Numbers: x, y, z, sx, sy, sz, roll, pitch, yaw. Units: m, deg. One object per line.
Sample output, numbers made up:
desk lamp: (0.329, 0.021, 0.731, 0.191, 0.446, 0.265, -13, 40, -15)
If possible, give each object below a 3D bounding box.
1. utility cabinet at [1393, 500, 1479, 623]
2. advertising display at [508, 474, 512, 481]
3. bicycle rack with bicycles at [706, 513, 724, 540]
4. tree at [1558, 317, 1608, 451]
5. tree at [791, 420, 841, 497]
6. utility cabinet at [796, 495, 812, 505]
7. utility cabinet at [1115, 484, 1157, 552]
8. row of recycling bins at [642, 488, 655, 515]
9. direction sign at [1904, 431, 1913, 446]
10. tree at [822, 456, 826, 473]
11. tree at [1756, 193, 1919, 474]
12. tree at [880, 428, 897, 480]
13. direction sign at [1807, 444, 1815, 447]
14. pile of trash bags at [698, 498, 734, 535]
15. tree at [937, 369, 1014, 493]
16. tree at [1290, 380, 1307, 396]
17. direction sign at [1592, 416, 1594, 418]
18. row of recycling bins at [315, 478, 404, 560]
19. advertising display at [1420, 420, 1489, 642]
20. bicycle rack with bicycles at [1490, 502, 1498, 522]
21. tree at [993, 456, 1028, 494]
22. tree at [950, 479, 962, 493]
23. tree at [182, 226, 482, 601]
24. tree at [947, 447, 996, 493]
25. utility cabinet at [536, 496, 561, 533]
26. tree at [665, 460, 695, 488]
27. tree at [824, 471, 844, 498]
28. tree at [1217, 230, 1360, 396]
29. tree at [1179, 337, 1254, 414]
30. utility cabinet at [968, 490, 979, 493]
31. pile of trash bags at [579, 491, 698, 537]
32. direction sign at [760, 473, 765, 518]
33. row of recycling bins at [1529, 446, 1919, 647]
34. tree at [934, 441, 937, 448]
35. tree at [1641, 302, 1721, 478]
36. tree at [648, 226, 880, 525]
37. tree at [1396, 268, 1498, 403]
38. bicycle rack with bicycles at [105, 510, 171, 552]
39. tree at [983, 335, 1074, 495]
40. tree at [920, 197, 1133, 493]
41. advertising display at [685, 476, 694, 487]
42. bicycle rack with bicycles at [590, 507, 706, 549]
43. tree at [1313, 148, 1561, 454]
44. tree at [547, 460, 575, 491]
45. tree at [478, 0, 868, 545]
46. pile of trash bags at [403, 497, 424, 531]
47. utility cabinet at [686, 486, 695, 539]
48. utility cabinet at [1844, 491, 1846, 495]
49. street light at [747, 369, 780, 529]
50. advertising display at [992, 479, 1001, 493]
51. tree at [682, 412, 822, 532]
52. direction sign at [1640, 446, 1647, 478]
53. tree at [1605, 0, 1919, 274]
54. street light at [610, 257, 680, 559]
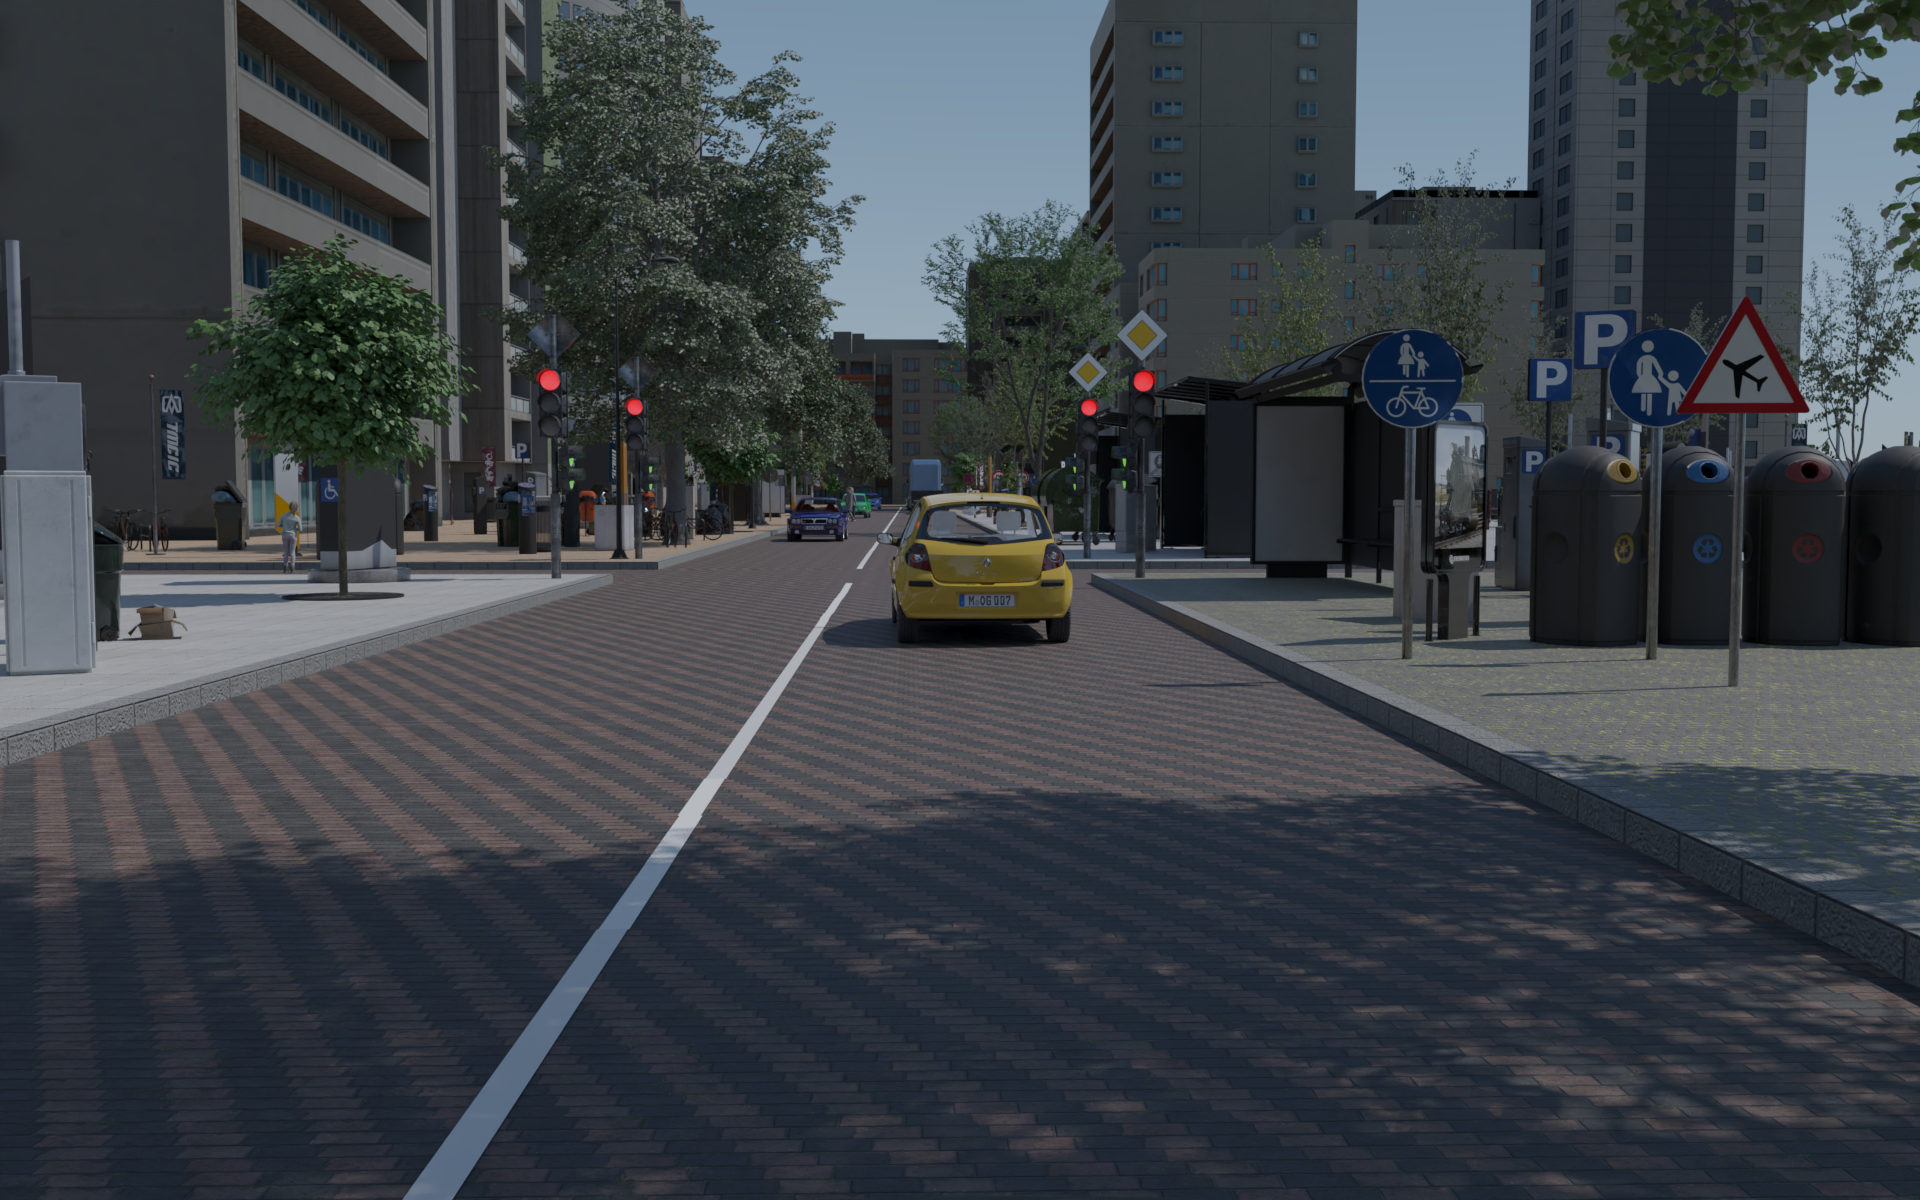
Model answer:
utility cabinet: (4.861, -0.399, 17.685, 0.306, 1.237, 1.020, -2, 4, -24)
advertising display: (-14.359, -3.066, 55.340, 0.123, 1.923, 0.974, -1, 4, -15)
bicycle rack with bicycles: (-8.227, -2.067, 47.172, 2.925, 0.926, 2.852, 1, 4, 15)
tree: (22.601, -7.131, 66.952, 4.360, 8.622, 3.978, 0, 3, 0)
tree: (-10.304, -10.563, 123.072, 4.737, 8.622, 4.395, 0, 3, 0)
utility cabinet: (-8.222, -4.823, 90.018, 1.020, 1.237, 0.306, 0, 4, -6)
utility cabinet: (3.894, -1.806, 38.204, 0.318, 1.500, 1.173, 3, 5, 40)
row of recycling bins: (-19.317, -6.041, 105.891, 1.069, 1.692, 3.534, 0, 4, 6)
direction sign: (34.378, -4.333, 62.849, 0.876, 3.537, 0.379, -3, 5, -44)
tree: (-9.525, -7.249, 102.229, 4.285, 4.588, 4.351, 0, 3, 0)
tree: (22.007, -5.658, 42.868, 4.360, 8.622, 3.978, 0, 3, 0)
tree: (-11.080, -15.587, 171.848, 9.611, 12.733, 9.660, 0, 3, 0)
direction sign: (38.498, -5.321, 78.992, 0.876, 3.537, 0.379, 0, 4, -3)
pile of trash bags: (-8.891, -2.792, 55.394, 3.447, 1.369, 1.912, 2, 4, 24)
tree: (1.625, -9.268, 101.900, 4.360, 8.622, 3.978, 0, 3, 0)
tree: (19.342, -9.195, 100.705, 4.360, 8.622, 3.978, 0, 3, 0)
direction sign: (18.399, -3.576, 50.457, 0.379, 3.537, 0.876, 1, 4, 22)
row of recycling bins: (-12.173, -1.711, 35.090, 1.069, 1.692, 3.534, 0, 4, -1)
advertising display: (4.375, -0.618, 15.321, 0.123, 1.923, 0.974, 3, 5, 44)
bicycle rack with bicycles: (25.225, -4.091, 80.274, 2.925, 0.926, 2.852, 0, 4, 4)
tree: (2.738, -5.778, 89.068, 1.663, 3.219, 1.824, 0, 3, 0)
tree: (-0.221, -11.749, 186.691, 1.663, 3.219, 1.824, 0, 3, 0)
tree: (-7.556, -2.300, 21.320, 4.285, 4.588, 4.351, 0, 3, 0)
tree: (0.829, -8.136, 116.737, 4.285, 4.588, 4.351, 0, 3, 0)
utility cabinet: (-13.563, -2.782, 56.642, 1.020, 1.237, 0.306, -1, 4, -18)
tree: (-13.860, -5.554, 85.412, 1.663, 3.219, 1.824, 0, 3, 0)
tree: (-11.406, -9.735, 153.774, 1.663, 3.219, 1.824, 0, 3, 0)
tree: (9.360, -6.036, 49.051, 4.737, 8.622, 4.395, 0, 3, 0)
tree: (12.311, -7.960, 80.502, 4.360, 8.622, 3.978, 0, 3, 0)
utility cabinet: (0.804, -5.830, 104.000, 0.318, 1.500, 1.173, 1, 4, 21)
pile of trash bags: (-9.853, -2.603, 52.308, 3.447, 1.369, 1.912, 0, 4, 0)
direction sign: (-10.468, -6.077, 91.356, 0.379, 3.537, 0.876, -2, 4, -26)
row of recycling bins: (6.717, -0.478, 14.934, 3.534, 1.692, 1.069, 0, 4, 1)
tree: (0.023, -12.689, 157.830, 4.360, 8.622, 3.978, 0, 3, 0)
tree: (28.105, -7.166, 67.534, 4.360, 8.622, 3.978, 0, 3, 0)
tree: (-8.612, -9.475, 71.924, 9.611, 12.733, 9.660, 0, 3, 0)
tree: (15.171, -6.444, 55.715, 4.737, 8.622, 4.395, 0, 3, 0)
bicycle rack with bicycles: (-19.197, -1.568, 39.025, 2.852, 0.926, 2.925, -2, 4, -30)
tree: (2.881, -7.870, 79.035, 4.737, 8.622, 4.395, 0, 3, 0)
tree: (2.679, -8.351, 62.294, 9.928, 11.665, 9.643, 0, 3, 0)
advertising display: (-10.055, -3.496, 62.376, 0.974, 1.923, 0.123, -2, 4, -31)
bicycle rack with bicycles: (-7.659, -1.743, 41.886, 2.852, 0.926, 2.925, 0, 4, -8)
tree: (10.184, -5.337, 37.622, 4.360, 8.622, 3.978, 0, 3, 0)
tree: (-18.369, -5.203, 79.669, 1.663, 3.219, 1.824, 0, 3, 0)
tree: (-7.165, -8.352, 43.210, 9.857, 13.997, 8.962, 0, 3, 0)
pile of trash bags: (-19.315, -3.049, 59.596, 1.912, 1.369, 3.447, 0, 4, 0)
utility cabinet: (-7.741, -2.490, 49.384, 0.318, 1.500, 1.173, 0, 4, -6)
utility cabinet: (19.017, -1.741, 37.138, 1.173, 1.500, 0.318, 3, 4, 37)
street light: (-7.164, -5.600, 64.097, 1.470, 5.913, 1.316, 0, 4, -2)
advertising display: (1.549, -4.153, 73.119, 0.123, 1.923, 0.974, -1, 4, -15)
tree: (-7.773, -4.579, 58.583, 4.285, 4.588, 4.351, 0, 3, 0)
direction sign: (32.502, -5.484, 81.657, 0.876, 3.537, 0.379, 2, 4, 35)
tree: (4.497, -5.338, 5.407, 7.486, 12.596, 7.792, 0, 3, 0)
street light: (-6.192, -3.763, 34.061, 1.470, 5.913, 1.316, 0, 4, -2)
